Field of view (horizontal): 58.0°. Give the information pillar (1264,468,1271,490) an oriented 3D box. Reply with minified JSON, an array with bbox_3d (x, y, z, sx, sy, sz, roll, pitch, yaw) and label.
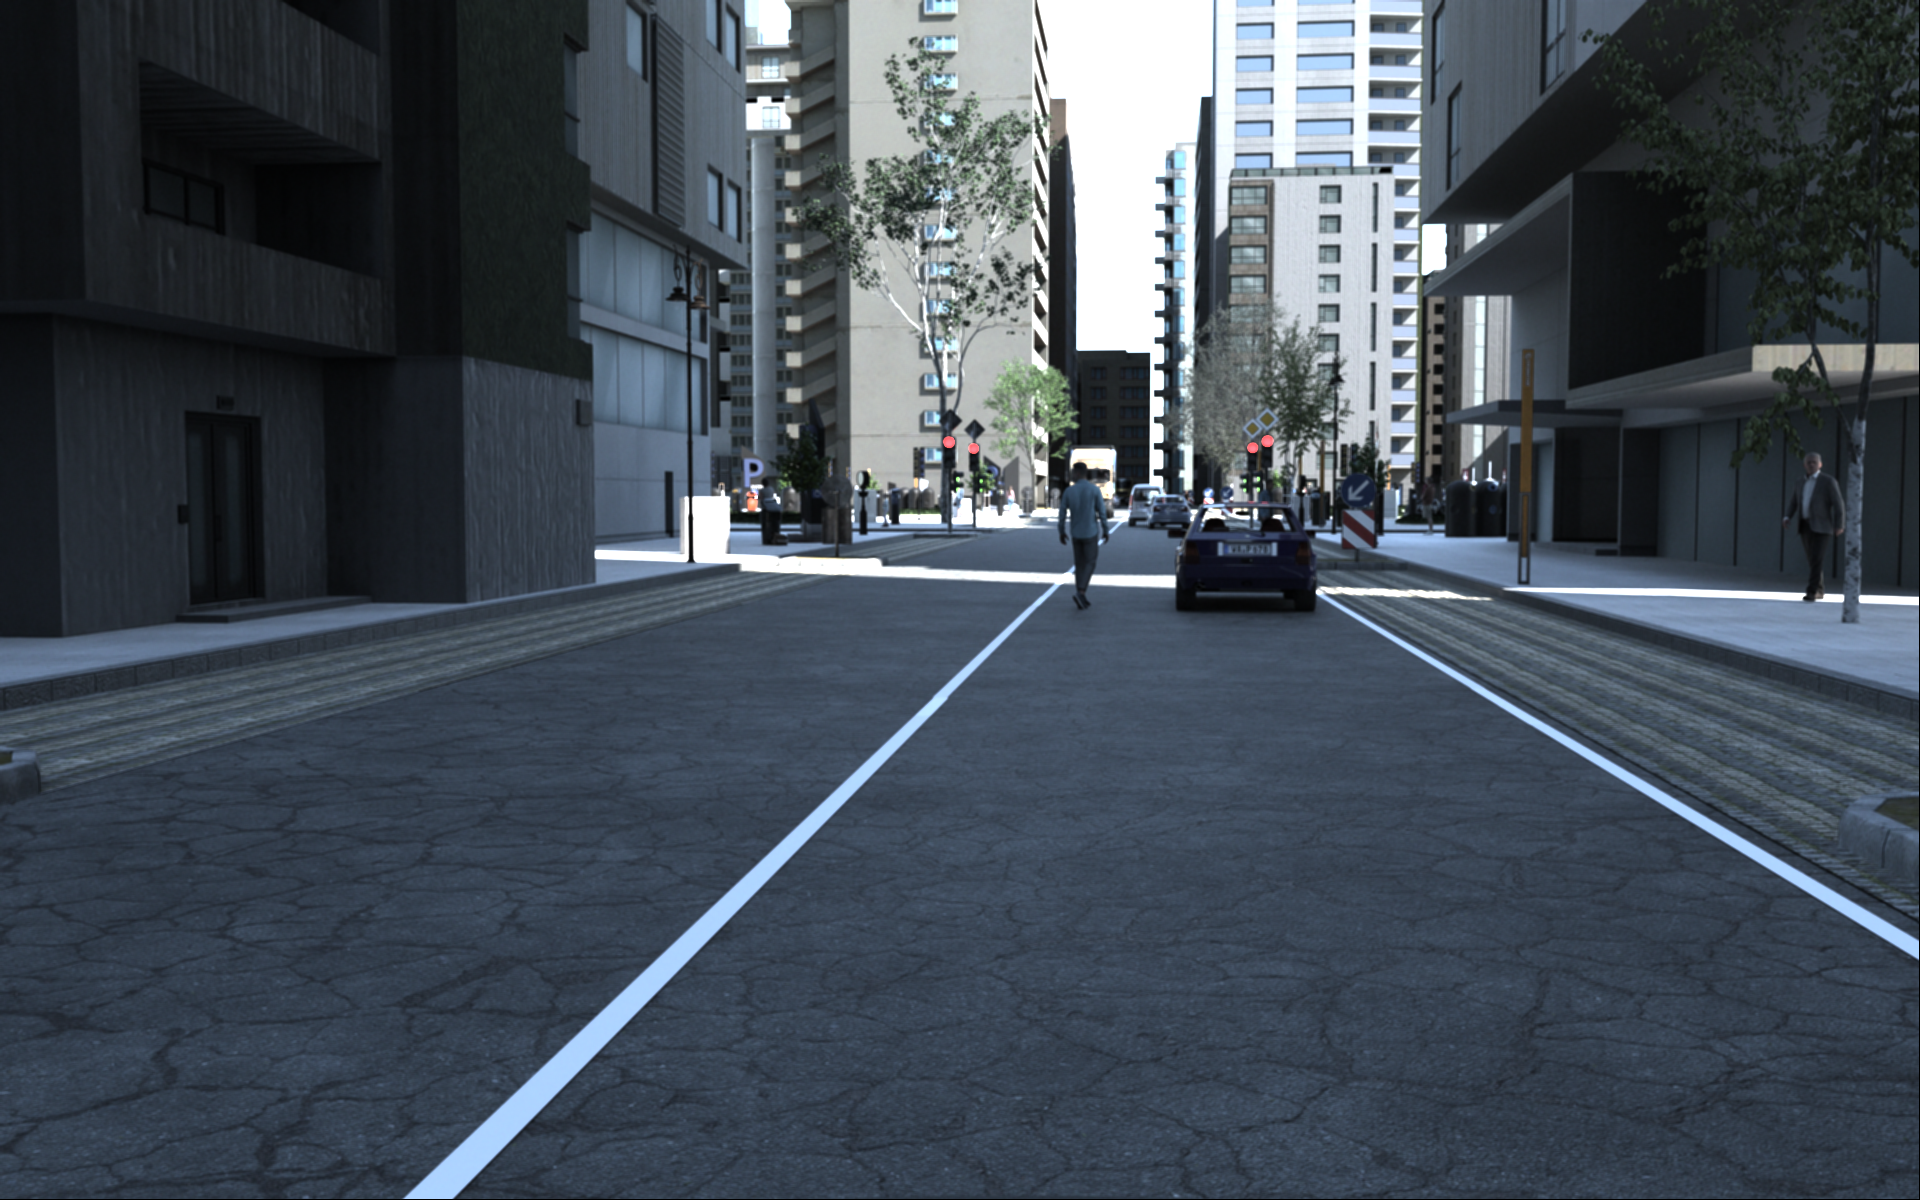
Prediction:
[{"bbox_3d":[21.369,-7.890,120.363,0.504,3.616,0.183,-1,4,-22],"label":"information pillar"}]

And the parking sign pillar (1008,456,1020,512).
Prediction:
[{"bbox_3d":[3.557,-8.239,123.186,1.447,3.967,1.447,-2,4,-35],"label":"parking sign pillar"}]

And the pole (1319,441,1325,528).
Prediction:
[{"bbox_3d":[13.841,-4.426,66.202,0.158,3.312,0.155,0,3,0],"label":"pole"}]

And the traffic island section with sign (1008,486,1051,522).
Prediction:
[{"bbox_3d":[3.545,-4.964,89.794,1.989,1.847,2.006,0,4,6],"label":"traffic island section with sign"}]

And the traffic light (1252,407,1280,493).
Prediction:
[{"bbox_3d":[9.894,-4.103,55.999,0.839,4.253,0.868,0,4,6],"label":"traffic light"}]

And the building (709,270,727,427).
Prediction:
[{"bbox_3d":[-38.751,-35.862,210.043,21.600,48.544,21.300,0,4,6],"label":"building"}]

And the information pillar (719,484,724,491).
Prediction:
[{"bbox_3d":[-16.635,-7.116,120.843,0.304,2.012,0.304,-1,4,-10],"label":"information pillar"}]

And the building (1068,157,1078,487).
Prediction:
[{"bbox_3d":[7.062,-32.097,208.382,14.086,41.232,14.154,0,4,6],"label":"building"}]

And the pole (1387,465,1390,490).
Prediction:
[{"bbox_3d":[30.186,-7.838,121.990,0.158,3.312,0.155,0,3,0],"label":"pole"}]

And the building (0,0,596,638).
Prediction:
[{"bbox_3d":[-12.979,-15.065,18.021,14.160,30.474,14.107,0,4,6],"label":"building"}]

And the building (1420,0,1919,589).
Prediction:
[{"bbox_3d":[24.539,-27.088,32.130,28.713,52.752,27.495,0,4,6],"label":"building"}]

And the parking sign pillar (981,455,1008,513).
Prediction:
[{"bbox_3d":[2.179,-8.065,120.332,1.447,3.967,1.447,2,4,28],"label":"parking sign pillar"}]

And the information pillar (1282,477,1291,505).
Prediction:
[{"bbox_3d":[14.447,-4.404,76.500,0.304,2.012,0.304,-3,5,-41],"label":"information pillar"}]

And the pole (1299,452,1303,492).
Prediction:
[{"bbox_3d":[16.337,-5.456,83.056,0.158,3.312,0.155,0,3,0],"label":"pole"}]

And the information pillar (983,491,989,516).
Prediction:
[{"bbox_3d":[1.563,-6.070,103.740,0.304,2.012,0.304,-1,4,-21],"label":"information pillar"}]

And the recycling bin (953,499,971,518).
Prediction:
[{"bbox_3d":[0.093,-4.853,91.896,0.722,1.027,0.722,3,5,44],"label":"recycling bin"}]

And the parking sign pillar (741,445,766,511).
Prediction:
[{"bbox_3d":[-11.325,-6.518,95.037,1.447,3.967,1.447,-1,4,-20],"label":"parking sign pillar"}]

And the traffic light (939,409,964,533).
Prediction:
[{"bbox_3d":[-0.308,-4.170,57.096,0.839,4.253,0.868,0,4,6],"label":"traffic light"}]

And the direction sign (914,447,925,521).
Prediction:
[{"bbox_3d":[-1.985,-5.628,84.023,0.379,3.537,0.876,-3,4,-37],"label":"direction sign"}]

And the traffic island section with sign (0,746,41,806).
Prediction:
[{"bbox_3d":[-5.420,0.047,7.857,1.989,1.847,2.006,0,4,6],"label":"traffic island section with sign"}]

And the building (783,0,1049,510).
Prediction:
[{"bbox_3d":[-3.537,-32.268,151.282,21.300,48.544,21.600,0,4,6],"label":"building"}]

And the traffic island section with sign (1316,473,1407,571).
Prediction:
[{"bbox_3d":[7.439,-1.505,33.238,1.989,1.847,2.006,0,4,6],"label":"traffic island section with sign"}]

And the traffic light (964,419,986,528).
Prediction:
[{"bbox_3d":[0.561,-4.655,65.034,0.839,4.253,0.868,0,4,6],"label":"traffic light"}]

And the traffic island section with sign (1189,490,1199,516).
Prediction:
[{"bbox_3d":[16.415,-6.524,115.296,1.989,1.847,2.006,0,4,6],"label":"traffic island section with sign"}]

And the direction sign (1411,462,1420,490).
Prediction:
[{"bbox_3d":[32.304,-8.007,122.910,0.379,3.537,0.876,-2,4,-26],"label":"direction sign"}]

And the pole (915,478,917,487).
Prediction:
[{"bbox_3d":[-3.198,-8.069,125.764,0.158,3.312,0.155,0,3,0],"label":"pole"}]

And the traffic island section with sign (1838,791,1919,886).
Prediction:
[{"bbox_3d":[4.503,0.134,6.442,1.989,1.847,2.006,0,4,6],"label":"traffic island section with sign"}]

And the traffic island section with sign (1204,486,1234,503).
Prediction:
[{"bbox_3d":[13.497,-4.885,88.498,1.989,1.847,2.006,0,4,6],"label":"traffic island section with sign"}]

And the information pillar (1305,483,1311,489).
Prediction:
[{"bbox_3d":[23.614,-6.915,117.554,0.304,2.012,0.304,3,5,44],"label":"information pillar"}]

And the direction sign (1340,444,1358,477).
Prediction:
[{"bbox_3d":[17.567,-5.276,78.268,0.876,3.537,0.379,3,5,45],"label":"direction sign"}]

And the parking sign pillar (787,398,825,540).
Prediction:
[{"bbox_3d":[-4.105,-3.651,48.173,1.447,3.967,1.447,-1,4,-18],"label":"parking sign pillar"}]

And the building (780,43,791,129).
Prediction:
[{"bbox_3d":[-14.480,-37.545,203.105,27.495,52.752,28.713,0,4,6],"label":"building"}]

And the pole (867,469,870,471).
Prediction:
[{"bbox_3d":[-7.444,-9.008,141.117,0.158,3.312,0.155,0,3,0],"label":"pole"}]

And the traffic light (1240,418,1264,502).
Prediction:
[{"bbox_3d":[10.763,-4.588,63.937,0.839,4.253,0.868,0,4,6],"label":"traffic light"}]

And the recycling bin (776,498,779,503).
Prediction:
[{"bbox_3d":[-13.578,-6.947,126.142,0.722,1.027,0.722,1,4,9],"label":"recycling bin"}]

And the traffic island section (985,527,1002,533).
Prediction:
[{"bbox_3d":[0.522,-2.623,65.173,2.009,0.180,2.903,0,4,6],"label":"traffic island section"}]

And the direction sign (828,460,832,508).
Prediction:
[{"bbox_3d":[-8.286,-7.251,110.558,0.379,3.537,0.876,0,4,7],"label":"direction sign"}]

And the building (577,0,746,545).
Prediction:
[{"bbox_3d":[-21.290,-27.805,43.857,27.495,52.752,28.713,0,4,6],"label":"building"}]

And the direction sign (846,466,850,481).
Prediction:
[{"bbox_3d":[-9.070,-9.071,140.315,0.379,3.537,0.876,1,4,14],"label":"direction sign"}]

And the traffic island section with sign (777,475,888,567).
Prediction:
[{"bbox_3d":[-2.488,-1.592,34.653,1.989,1.847,2.006,0,4,6],"label":"traffic island section with sign"}]

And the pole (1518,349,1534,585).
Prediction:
[{"bbox_3d":[8.018,-1.877,24.535,0.158,3.312,0.155,0,3,0],"label":"pole"}]

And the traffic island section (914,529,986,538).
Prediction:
[{"bbox_3d":[-0.347,-2.138,57.235,2.009,0.180,2.903,0,4,6],"label":"traffic island section"}]

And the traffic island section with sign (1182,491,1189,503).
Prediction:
[{"bbox_3d":[21.882,-9.576,165.199,1.989,1.847,2.006,0,4,6],"label":"traffic island section with sign"}]

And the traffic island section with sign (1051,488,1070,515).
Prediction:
[{"bbox_3d":[6.482,-6.603,116.589,1.989,1.847,2.006,0,4,6],"label":"traffic island section with sign"}]

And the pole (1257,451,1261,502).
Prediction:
[{"bbox_3d":[14.147,-5.381,81.830,0.158,3.312,0.155,0,3,0],"label":"pole"}]
